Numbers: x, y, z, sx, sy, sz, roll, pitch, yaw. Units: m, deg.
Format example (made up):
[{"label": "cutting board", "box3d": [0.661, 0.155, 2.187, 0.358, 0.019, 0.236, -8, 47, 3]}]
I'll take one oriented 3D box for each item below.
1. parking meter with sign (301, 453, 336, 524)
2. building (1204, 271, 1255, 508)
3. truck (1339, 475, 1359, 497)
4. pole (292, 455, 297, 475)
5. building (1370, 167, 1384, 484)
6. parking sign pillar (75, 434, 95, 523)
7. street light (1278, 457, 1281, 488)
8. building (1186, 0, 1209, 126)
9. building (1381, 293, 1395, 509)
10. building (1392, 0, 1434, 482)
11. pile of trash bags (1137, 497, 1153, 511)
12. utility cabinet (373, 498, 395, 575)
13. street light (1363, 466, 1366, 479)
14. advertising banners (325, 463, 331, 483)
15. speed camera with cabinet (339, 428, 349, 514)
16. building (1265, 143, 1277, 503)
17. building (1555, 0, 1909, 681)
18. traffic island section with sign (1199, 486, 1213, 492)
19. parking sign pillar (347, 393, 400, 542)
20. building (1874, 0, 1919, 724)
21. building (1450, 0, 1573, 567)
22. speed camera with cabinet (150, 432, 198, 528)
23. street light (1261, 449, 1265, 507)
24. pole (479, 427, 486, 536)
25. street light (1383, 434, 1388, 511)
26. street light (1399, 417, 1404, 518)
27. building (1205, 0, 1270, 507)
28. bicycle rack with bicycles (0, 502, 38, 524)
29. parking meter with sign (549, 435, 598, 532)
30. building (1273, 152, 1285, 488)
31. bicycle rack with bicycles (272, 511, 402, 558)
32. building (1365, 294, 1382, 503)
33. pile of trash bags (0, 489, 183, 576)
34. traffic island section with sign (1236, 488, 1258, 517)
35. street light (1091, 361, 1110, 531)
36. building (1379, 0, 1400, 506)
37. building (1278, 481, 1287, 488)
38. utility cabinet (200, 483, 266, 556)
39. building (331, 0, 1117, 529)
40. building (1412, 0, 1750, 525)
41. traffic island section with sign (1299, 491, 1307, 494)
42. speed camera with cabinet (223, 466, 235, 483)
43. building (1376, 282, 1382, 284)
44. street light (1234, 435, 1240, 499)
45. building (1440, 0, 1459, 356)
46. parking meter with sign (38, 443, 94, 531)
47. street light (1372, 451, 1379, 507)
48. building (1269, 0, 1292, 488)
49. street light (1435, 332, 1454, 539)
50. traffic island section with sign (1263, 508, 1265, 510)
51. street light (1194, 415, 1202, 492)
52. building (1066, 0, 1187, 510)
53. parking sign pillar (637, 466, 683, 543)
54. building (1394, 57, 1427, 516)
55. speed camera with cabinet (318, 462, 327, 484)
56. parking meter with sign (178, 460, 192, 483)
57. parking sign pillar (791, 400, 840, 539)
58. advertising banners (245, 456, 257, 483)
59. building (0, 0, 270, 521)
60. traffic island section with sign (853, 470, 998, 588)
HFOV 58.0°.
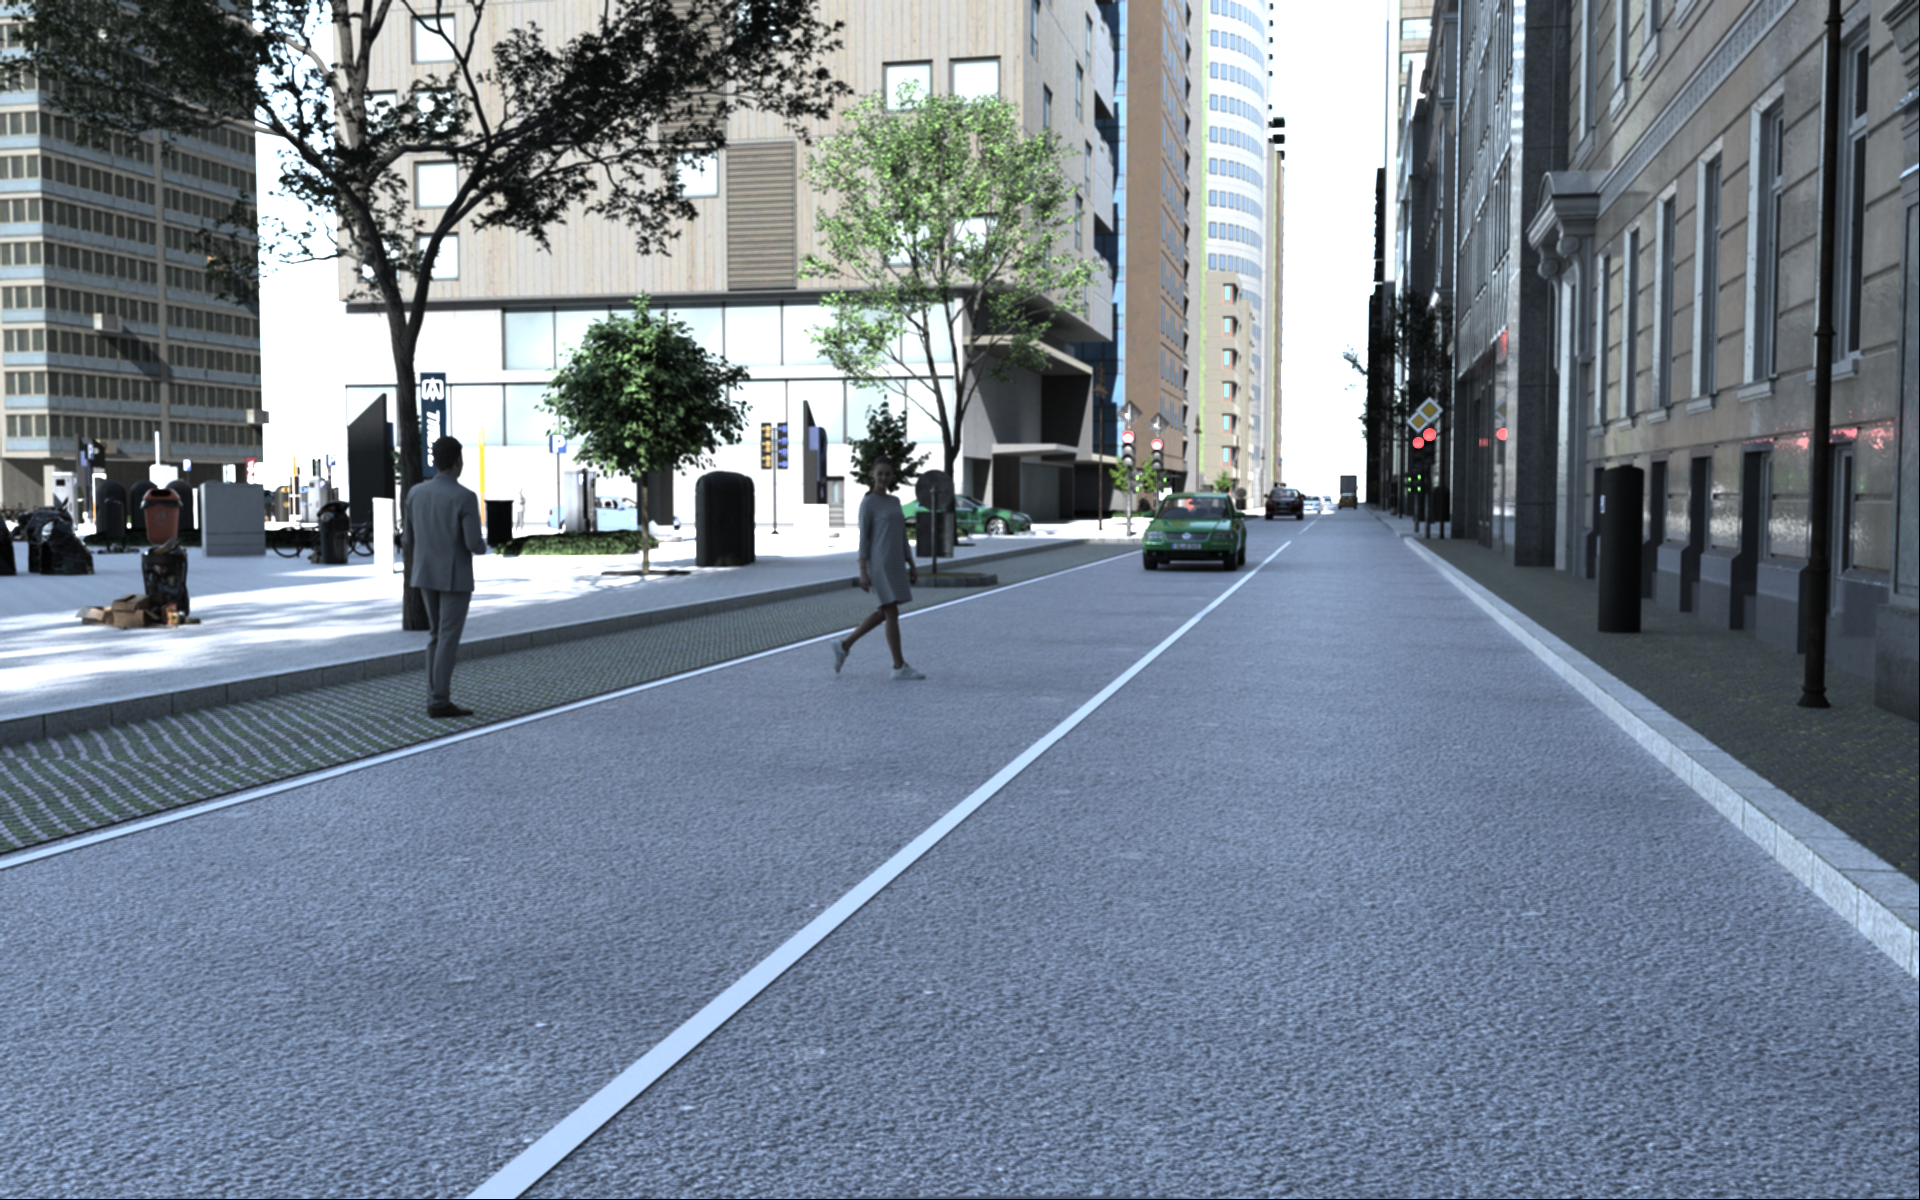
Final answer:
[{"label": "parking meter with sign", "box3d": [-27.762, -4.802, 74.768, 1.738, 3.016, 0.543, 2, 4, 24]}, {"label": "building", "box3d": [10.909, -18.726, 151.208, 27.650, 21.520, 28.899, 1, 4, 13]}, {"label": "truck", "box3d": [57.588, -16.374, 256.623, 2.839, 4.237, 11.283, 1, 4, 14]}, {"label": "pole", "box3d": [-34.910, -5.936, 90.902, 0.158, 3.312, 0.155, 0, 3, 0]}, {"label": "building", "box3d": [65.044, -34.925, 225.643, 22.147, 44.769, 28.867, 1, 4, 13]}, {"label": "parking sign pillar", "box3d": [-39.430, -5.486, 78.175, 1.447, 3.967, 1.447, 0, 4, -8]}, {"label": "street light", "box3d": [39.842, -14.880, 216.074, 0.468, 5.910, 1.993, 1, 4, 13]}, {"label": "building", "box3d": [10.004, -26.912, 123.613, 14.154, 41.232, 14.086, 1, 4, 13]}, {"label": "building", "box3d": [53.630, -19.278, 160.237, 27.650, 21.520, 28.899, 1, 4, 13]}, {"label": "building", "box3d": [42.259, -27.878, 139.407, 14.154, 41.232, 14.086, 1, 4, 13]}, {"label": "pile of trash bags", "box3d": [11.034, -5.074, 92.710, 3.447, 1.369, 1.912, 2, 4, 28]}, {"label": "utility cabinet", "box3d": [-9.315, -1.034, 28.061, 0.306, 1.237, 1.020, -1, 4, -16]}, {"label": "street light", "box3d": [58.240, -16.789, 247.283, 0.468, 5.910, 1.993, 1, 4, 13]}, {"label": "advertising banners", "box3d": [-35.059, -6.199, 97.549, 0.090, 3.025, 2.074, 1, 4, 17]}, {"label": "speed camera with cabinet", "box3d": [-17.844, -3.522, 51.919, 2.038, 3.252, 0.660, 3, 5, 41]}, {"label": "building", "box3d": [28.508, -31.432, 197.515, 14.154, 41.232, 14.086, 1, 4, 13]}, {"label": "building", "box3d": [14.338, -14.230, 18.571, 13.634, 28.700, 20.117, 1, 4, 13]}, {"label": "traffic island section with sign", "box3d": [11.510, -4.414, 80.798, 1.989, 1.847, 2.006, 1, 4, 13]}, {"label": "parking sign pillar", "box3d": [-15.872, -3.563, 46.723, 1.447, 3.967, 1.447, 2, 4, 25]}, {"label": "building", "box3d": [8.162, -9.235, 0.147, 9.793, 20.994, 18.267, 1, 4, 13]}, {"label": "building", "box3d": [17.877, -13.478, 38.382, 12.078, 24.808, 19.932, 1, 4, 13]}, {"label": "speed camera with cabinet", "box3d": [-24.763, -3.696, 54.763, 2.038, 3.252, 0.660, 2, 4, 34]}, {"label": "street light", "box3d": [30.429, -12.311, 174.071, 0.468, 5.910, 1.993, 1, 4, 13]}, {"label": "pole", "box3d": [-14.543, -3.602, 52.740, 0.158, 3.312, 0.155, 0, 3, 0]}, {"label": "street light", "box3d": [31.972, -9.641, 130.411, 0.468, 5.910, 1.993, 1, 4, 13]}, {"label": "street light", "box3d": [23.260, -7.244, 91.223, 0.468, 5.910, 1.993, 1, 4, 13]}, {"label": "building", "box3d": [20.214, -38.851, 177.208, 21.231, 58.520, 28.212, 1, 4, 13]}, {"label": "bicycle rack with bicycles", "box3d": [-41.202, -3.773, 75.077, 2.925, 0.926, 2.852, -2, 4, -33]}, {"label": "parking meter with sign", "box3d": [-11.182, -3.308, 50.353, 1.738, 3.016, 0.543, 3, 5, 42]}, {"label": "building", "box3d": [34.283, -35.040, 223.022, 14.600, 45.320, 14.200, 1, 4, 13]}, {"label": "bicycle rack with bicycles", "box3d": [-12.616, -1.396, 36.202, 2.925, 0.926, 2.852, -1, 4, -10]}, {"label": "building", "box3d": [65.534, -29.154, 248.366, 14.160, 30.474, 14.107, 1, 4, 13]}, {"label": "pile of trash bags", "box3d": [-14.484, -1.122, 28.103, 3.447, 1.369, 1.912, -1, 4, -21]}, {"label": "traffic island section with sign", "box3d": [17.494, -6.046, 107.485, 1.989, 1.847, 2.006, 1, 4, 13]}, {"label": "street light", "box3d": [4.916, -5.362, 60.453, 0.468, 5.910, 1.993, 1, 4, 13]}, {"label": "building", "box3d": [56.735, -39.516, 188.092, 21.231, 58.520, 28.212, 1, 4, 13]}, {"label": "building", "box3d": [29.690, -33.753, 243.735, 32.217, 40.220, 23.993, 1, 4, 13]}, {"label": "utility cabinet", "box3d": [-14.914, -1.643, 35.541, 1.173, 1.500, 0.318, -3, 5, -39]}, {"label": "building", "box3d": [-8.043, -29.719, 75.138, 28.713, 52.752, 27.495, 1, 4, 13]}, {"label": "building", "box3d": [30.731, -18.552, 89.224, 13.634, 28.700, 20.117, 1, 4, 13]}, {"label": "traffic island section with sign", "box3d": [52.606, -15.632, 264.202, 1.989, 1.847, 2.006, 1, 4, 13]}, {"label": "speed camera with cabinet", "box3d": [-52.800, -7.913, 123.721, 2.038, 3.252, 0.660, 1, 4, 18]}, {"label": "building", "box3d": [75.805, -39.675, 268.296, 23.786, 49.044, 30.456, 1, 4, 13]}, {"label": "street light", "box3d": [21.604, -9.918, 134.947, 0.468, 5.910, 1.993, 1, 4, 13]}, {"label": "building", "box3d": [27.033, -14.122, 59.771, 19.941, 23.489, 11.050, 1, 4, 13]}, {"label": "parking meter with sign", "box3d": [-30.839, -3.879, 59.690, 1.738, 3.016, 0.543, 0, 4, -6]}, {"label": "street light", "box3d": [40.051, -11.826, 166.145, 0.468, 5.910, 1.993, 1, 4, 13]}, {"label": "building", "box3d": [40.693, -58.471, 268.673, 22.319, 86.520, 31.000, 1, 4, 13]}, {"label": "street light", "box3d": [13.809, -4.689, 49.450, 0.468, 5.910, 1.993, 1, 4, 13]}, {"label": "traffic island section with sign", "box3d": [28.387, -9.020, 156.102, 1.989, 1.847, 2.006, 1, 4, 13]}, {"label": "street light", "box3d": [13.659, -7.756, 99.595, 0.468, 5.910, 1.993, 1, 4, 13]}, {"label": "building", "box3d": [5.668, -27.627, 101.809, 14.600, 45.320, 14.200, 1, 4, 13]}, {"label": "parking sign pillar", "box3d": [-8.044, -3.495, 45.615, 1.447, 3.967, 1.447, -3, 4, -37]}, {"label": "building", "box3d": [34.696, -20.590, 114.140, 11.434, 29.767, 29.804, 1, 4, 13]}, {"label": "speed camera with cabinet", "box3d": [-39.242, -6.820, 105.844, 0.660, 3.252, 2.038, 0, 4, 5]}, {"label": "parking meter with sign", "box3d": [-39.707, -5.583, 87.544, 0.543, 3.016, 1.738, 2, 4, 27]}, {"label": "parking sign pillar", "box3d": [-4.199, -3.777, 50.222, 1.447, 3.967, 1.447, 1, 4, 8]}, {"label": "advertising banners", "box3d": [-33.600, -5.141, 80.247, 2.074, 3.025, 0.090, -3, 4, -38]}, {"label": "building", "box3d": [-52.465, -24.278, 88.830, 23.993, 40.220, 32.217, 1, 4, 13]}, {"label": "traffic island section with sign", "box3d": [-0.471, -1.142, 27.293, 1.989, 1.847, 2.006, 1, 4, 13]}]
